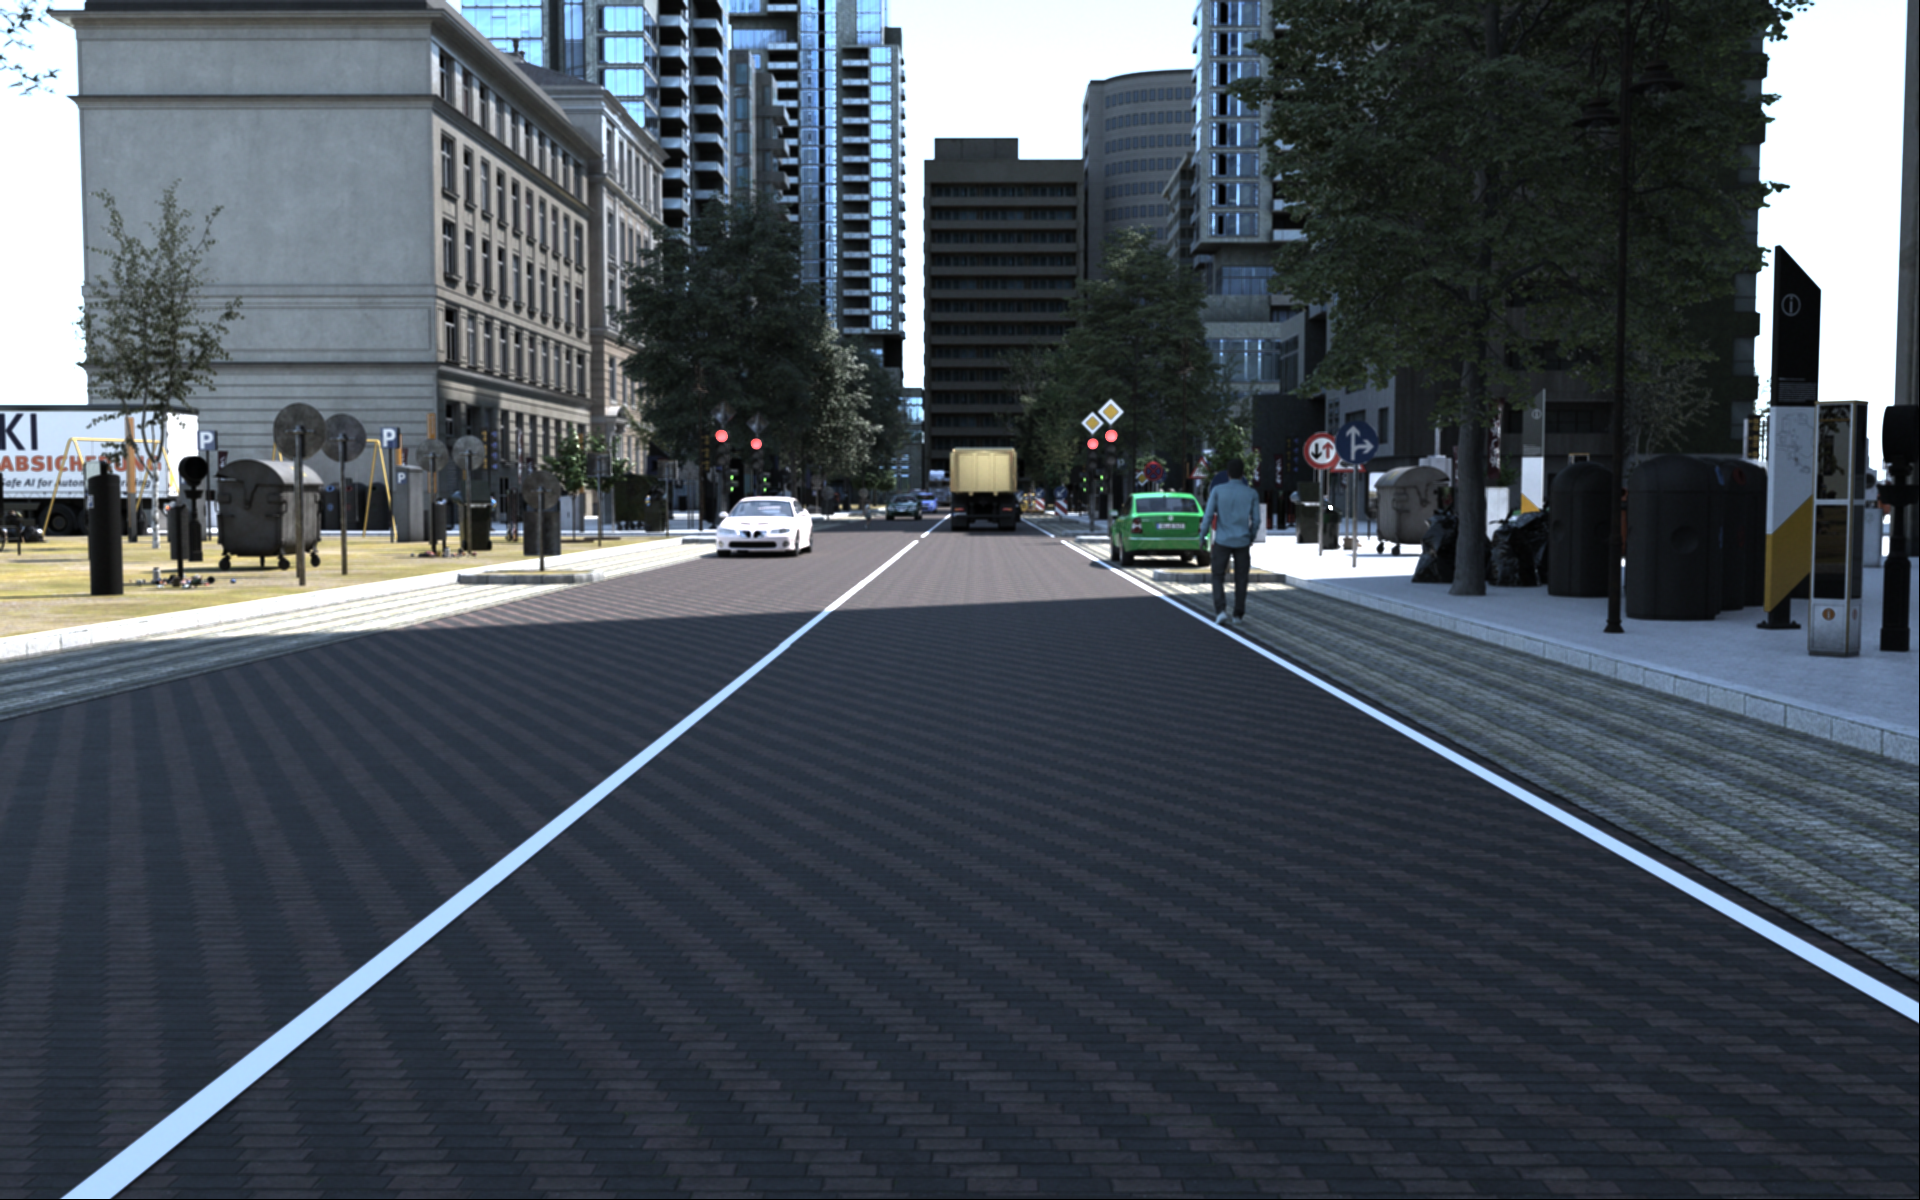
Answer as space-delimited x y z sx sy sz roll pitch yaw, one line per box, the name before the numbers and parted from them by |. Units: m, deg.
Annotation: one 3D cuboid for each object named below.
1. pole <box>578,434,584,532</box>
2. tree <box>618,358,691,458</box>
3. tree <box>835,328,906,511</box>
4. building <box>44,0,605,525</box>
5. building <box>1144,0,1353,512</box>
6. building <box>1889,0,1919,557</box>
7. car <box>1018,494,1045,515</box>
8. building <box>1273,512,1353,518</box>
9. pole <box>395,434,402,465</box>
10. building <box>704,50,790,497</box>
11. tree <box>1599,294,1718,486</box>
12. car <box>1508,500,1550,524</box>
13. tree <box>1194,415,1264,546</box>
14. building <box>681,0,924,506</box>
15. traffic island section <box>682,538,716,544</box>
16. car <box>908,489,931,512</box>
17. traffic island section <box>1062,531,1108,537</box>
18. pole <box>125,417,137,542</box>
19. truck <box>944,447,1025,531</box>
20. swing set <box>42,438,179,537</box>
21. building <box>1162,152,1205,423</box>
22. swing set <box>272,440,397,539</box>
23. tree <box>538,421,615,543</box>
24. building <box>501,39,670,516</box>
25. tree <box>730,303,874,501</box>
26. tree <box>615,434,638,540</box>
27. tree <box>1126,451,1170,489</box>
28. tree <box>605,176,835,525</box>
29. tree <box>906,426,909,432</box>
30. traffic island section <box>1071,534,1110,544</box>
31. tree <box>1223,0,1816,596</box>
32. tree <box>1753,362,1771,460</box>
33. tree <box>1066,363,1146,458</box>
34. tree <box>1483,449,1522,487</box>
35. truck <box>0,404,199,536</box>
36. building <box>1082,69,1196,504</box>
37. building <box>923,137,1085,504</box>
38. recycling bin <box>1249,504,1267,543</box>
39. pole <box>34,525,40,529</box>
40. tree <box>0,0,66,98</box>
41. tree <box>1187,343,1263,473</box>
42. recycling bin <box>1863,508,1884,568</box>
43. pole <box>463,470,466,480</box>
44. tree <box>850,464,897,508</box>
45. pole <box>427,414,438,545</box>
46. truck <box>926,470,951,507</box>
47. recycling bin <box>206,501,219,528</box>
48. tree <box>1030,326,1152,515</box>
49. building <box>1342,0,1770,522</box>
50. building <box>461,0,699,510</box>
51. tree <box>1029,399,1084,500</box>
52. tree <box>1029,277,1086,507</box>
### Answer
pole | -12.764 -3.948 58.390 0.158 3.312 0.155 0 3 0
tree | -15.752 -8.673 92.163 4.737 8.622 4.395 0 3 0
tree | -9.457 -12.902 117.597 9.857 13.997 8.962 0 3 0
building | -28.584 -15.399 85.050 16.112 22.955 30.059 0 4 1
building | 29.641 -51.667 157.419 22.319 86.520 31.000 0 4 1
building | 29.975 -24.493 24.159 21.300 48.544 21.600 0 4 1
car | 4.887 -6.677 119.387 2.015 1.641 3.980 0 4 -1
building | 29.986 -48.428 104.461 22.319 86.520 31.000 0 4 1
pole | -19.154 -3.994 59.146 0.158 3.312 0.155 0 3 0
building | -34.105 -34.741 187.628 30.456 49.044 23.786 0 4 1
tree | 25.855 -7.010 64.969 4.360 8.622 3.978 0 3 0
car | 19.416 -2.641 54.985 4.920 1.459 2.131 0 4 -1
tree | 6.593 -2.940 42.673 1.663 3.219 1.824 0 3 0
building | -20.457 -56.599 238.072 31.000 86.520 22.319 0 4 1
traffic island section | -6.996 -1.768 51.181 2.009 0.180 2.903 0 4 1
car | -3.383 -8.039 140.112 2.281 1.827 5.304 0 4 -1
traffic island section | 4.520 -2.249 59.054 2.009 0.180 2.903 0 4 1
pole | -22.094 -3.200 46.163 0.158 3.312 0.155 0 3 0
truck | 0.980 -4.576 70.747 3.469 3.379 9.791 0 4 1
swing set | -24.052 -3.184 49.674 2.862 2.851 3.119 2 4 26
building | 35.266 -30.258 186.604 32.217 40.220 23.993 0 4 1
swing set | -18.010 -3.148 49.093 3.119 2.851 2.862 -3 4 -37
tree | -10.409 -3.145 46.027 1.663 3.219 1.824 0 3 0
building | -26.702 -19.816 109.899 13.634 28.700 20.117 0 4 1
tree | -9.812 -11.246 100.876 9.611 12.733 9.660 0 3 0
tree | -10.232 -3.325 48.965 1.663 3.219 1.824 0 3 0
tree | 14.151 -8.958 130.171 4.285 4.588 4.351 0 3 0
tree | -9.821 -10.058 71.109 9.857 13.997 8.962 0 3 0
tree | -8.870 -13.902 133.960 9.857 13.997 8.962 0 3 0
traffic island section | 4.445 -1.761 51.069 2.009 0.180 2.903 0 4 1
tree | 6.807 -6.349 21.933 7.486 12.596 7.792 0 3 0
tree | 34.523 -7.767 77.353 4.737 8.622 4.395 0 3 0
tree | 8.035 -8.877 95.499 4.360 8.622 3.978 0 3 0
tree | 20.364 -4.367 66.008 1.663 3.219 1.824 0 3 0
truck | -30.345 -4.053 55.178 11.283 4.237 2.839 0 4 -1
building | 31.247 -42.561 237.873 28.212 58.520 21.231 0 4 1
building | 5.835 -37.590 238.290 21.600 48.544 21.300 0 4 1
recycling bin | 7.657 -2.021 45.593 0.722 1.027 0.722 0 4 1
pole | -33.760 -4.244 63.239 0.158 3.312 0.155 0 3 0
tree | -9.346 -6.149 10.912 12.009 13.543 11.850 0 3 0
tree | 12.751 -8.255 85.330 4.737 8.622 4.395 0 3 0
recycling bin | 15.883 -1.104 30.611 0.722 1.027 0.722 2 4 31
pole | -19.424 -4.538 68.037 0.158 3.312 0.155 0 3 0
tree | -8.937 -10.896 161.866 4.285 4.588 4.351 0 3 0
pole | -13.404 -3.066 43.973 0.158 3.312 0.155 0 3 0
truck | -2.395 -12.917 200.949 2.967 4.110 18.799 0 4 -1
recycling bin | -28.200 -3.247 65.636 0.722 1.027 0.722 0 4 4
tree | 8.154 -11.041 106.272 9.928 11.665 9.643 0 3 0
building | 24.915 -18.564 75.217 14.107 30.474 14.160 0 4 1
building | -30.778 -51.133 148.697 22.319 86.520 31.000 0 4 1
tree | 7.369 -10.785 126.698 4.737 8.622 4.395 0 3 0
tree | 7.658 -9.498 73.412 7.486 12.596 7.792 0 3 0
